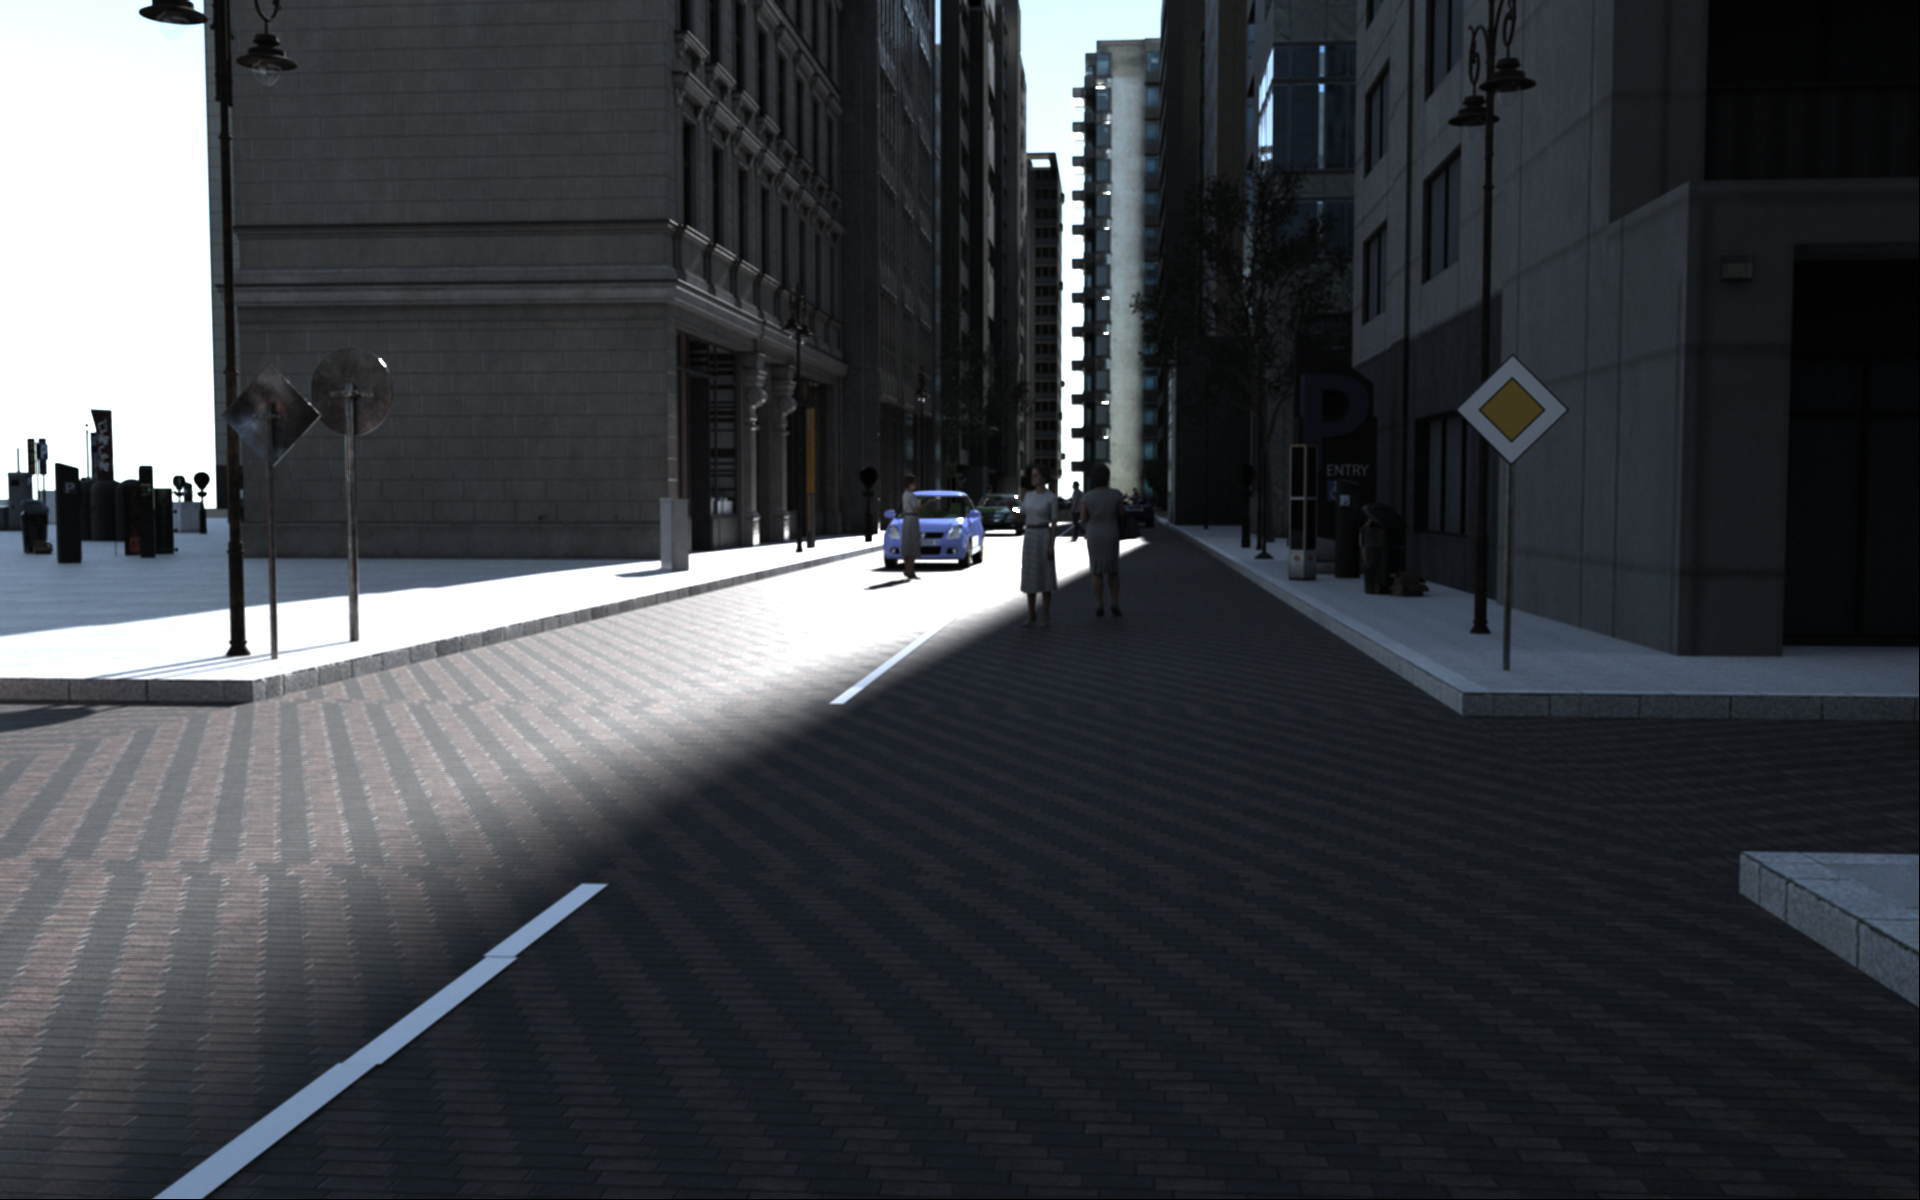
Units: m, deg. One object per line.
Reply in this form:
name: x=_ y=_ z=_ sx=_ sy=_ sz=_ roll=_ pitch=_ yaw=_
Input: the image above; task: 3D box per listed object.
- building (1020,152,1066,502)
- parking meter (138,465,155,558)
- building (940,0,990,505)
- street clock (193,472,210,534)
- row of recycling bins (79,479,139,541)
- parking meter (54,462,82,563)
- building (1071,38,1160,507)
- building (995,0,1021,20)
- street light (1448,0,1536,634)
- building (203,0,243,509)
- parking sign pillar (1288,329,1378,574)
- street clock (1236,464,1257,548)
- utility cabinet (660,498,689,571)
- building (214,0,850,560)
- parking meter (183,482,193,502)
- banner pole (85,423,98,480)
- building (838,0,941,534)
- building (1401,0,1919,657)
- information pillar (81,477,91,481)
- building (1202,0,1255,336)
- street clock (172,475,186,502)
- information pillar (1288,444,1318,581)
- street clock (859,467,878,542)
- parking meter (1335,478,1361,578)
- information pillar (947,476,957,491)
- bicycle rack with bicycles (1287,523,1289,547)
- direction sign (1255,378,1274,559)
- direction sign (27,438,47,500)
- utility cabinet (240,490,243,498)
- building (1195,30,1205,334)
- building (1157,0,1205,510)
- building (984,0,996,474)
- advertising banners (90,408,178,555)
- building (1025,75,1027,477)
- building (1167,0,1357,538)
building: x=-0.747 y=-30.371 z=188.442 sx=23.993 sy=40.220 sz=32.217 roll=0 pitch=4 yaw=5
parking meter: x=-16.448 y=-1.793 z=35.033 sx=0.255 sy=1.863 sz=0.399 roll=-1 pitch=4 yaw=-22
building: x=-5.865 y=-19.838 z=96.053 sx=14.160 sy=30.474 sz=14.107 roll=0 pitch=4 yaw=5
street clock: x=-24.564 y=-3.155 z=56.153 sx=0.471 sy=2.002 sz=0.358 roll=-2 pitch=4 yaw=-34
row of recycling bins: x=-23.692 y=-2.493 z=47.880 sx=3.534 sy=1.692 sz=1.069 roll=2 pitch=4 yaw=33
parking meter: x=-16.580 y=-1.622 z=32.229 sx=0.399 sy=1.863 sz=0.255 roll=-3 pitch=5 yaw=-45
building: x=27.093 y=-34.408 z=182.171 sx=30.456 sy=49.044 sz=23.786 roll=0 pitch=4 yaw=5
building: x=-2.537 y=-27.802 z=138.156 sx=14.154 sy=41.232 sz=14.086 roll=0 pitch=4 yaw=5
street light: x=4.800 y=-2.631 z=15.803 sx=0.468 sy=5.910 sz=1.993 roll=0 pitch=4 yaw=5
building: x=-53.171 y=-43.946 z=156.764 sx=20.611 sy=71.187 sz=20.563 roll=0 pitch=4 yaw=5
parking sign pillar: x=6.123 y=-2.436 z=28.302 sx=1.447 sy=3.967 sz=1.447 roll=0 pitch=4 yaw=-2
street clock: x=6.854 y=-2.256 z=41.453 sx=0.471 sy=2.002 sz=0.358 roll=1 pitch=4 yaw=21
utility cabinet: x=-4.821 y=-1.108 z=29.276 sx=0.306 sy=1.237 sz=1.020 roll=-1 pitch=4 yaw=-21
building: x=-9.927 y=-11.261 z=35.034 sx=10.553 sy=20.767 sz=40.483 roll=0 pitch=4 yaw=5
parking meter: x=-37.305 y=-4.772 z=83.730 sx=0.399 sy=1.863 sz=0.255 roll=2 pitch=4 yaw=27
banner pole: x=-30.917 y=-4.387 z=61.738 sx=0.401 sy=3.779 sz=0.863 roll=1 pitch=4 yaw=11
building: x=-7.704 y=-15.105 z=64.985 sx=12.078 sy=24.808 sz=19.932 roll=0 pitch=4 yaw=5
building: x=16.863 y=-35.629 z=20.782 sx=20.611 sy=71.187 sz=20.563 roll=0 pitch=4 yaw=5
information pillar: x=-38.038 y=-4.338 z=75.426 sx=0.304 sy=2.012 sz=0.304 roll=0 pitch=4 yaw=7
building: x=20.941 y=-27.315 z=96.719 sx=14.600 sy=45.320 sz=14.200 roll=0 pitch=4 yaw=5
street clock: x=-30.041 y=-3.798 z=66.669 sx=0.471 sy=2.002 sz=0.358 roll=2 pitch=4 yaw=28
information pillar: x=5.100 y=-1.299 z=25.738 sx=0.304 sy=2.012 sz=0.304 roll=-3 pitch=5 yaw=-43
street clock: x=-2.453 y=-2.560 z=46.432 sx=0.471 sy=2.002 sz=0.358 roll=-1 pitch=4 yaw=-11
parking meter: x=5.944 y=-1.108 z=26.526 sx=0.372 sy=1.533 sz=0.369 roll=0 pitch=3 yaw=0
information pillar: x=-0.334 y=-4.009 z=70.040 sx=0.304 sy=2.012 sz=0.304 roll=-2 pitch=4 yaw=-32
bicycle rack with bicycles: x=9.476 y=-1.773 z=42.371 sx=2.925 sy=0.926 sz=2.852 roll=-3 pitch=5 yaw=-45
direction sign: x=6.043 y=-2.587 z=34.302 sx=0.379 sy=3.537 sz=0.876 roll=1 pitch=4 yaw=14
direction sign: x=-37.393 y=-4.785 z=70.231 sx=0.876 sy=3.537 sz=0.379 roll=1 pitch=4 yaw=12
utility cabinet: x=-36.927 y=-4.972 z=89.976 sx=1.173 sy=1.500 sz=0.318 roll=1 pitch=4 yaw=10
building: x=22.128 y=-20.768 z=111.250 sx=14.160 sy=30.474 sz=14.107 roll=0 pitch=4 yaw=5
building: x=28.101 y=-32.147 z=149.300 sx=21.300 sy=48.544 sz=21.600 roll=0 pitch=4 yaw=5
building: x=-11.743 y=-32.328 z=117.795 sx=28.713 sy=52.752 sz=27.495 roll=0 pitch=4 yaw=5
advertising banners: x=-17.350 y=-2.459 z=36.400 sx=0.090 sy=3.025 sz=2.074 roll=2 pitch=4 yaw=24
building: x=-1.106 y=-28.868 z=155.582 sx=14.086 sy=41.232 sz=14.154 roll=0 pitch=4 yaw=5
building: x=19.488 y=-45.859 z=62.459 sx=22.319 sy=86.520 sz=31.000 roll=0 pitch=4 yaw=5
